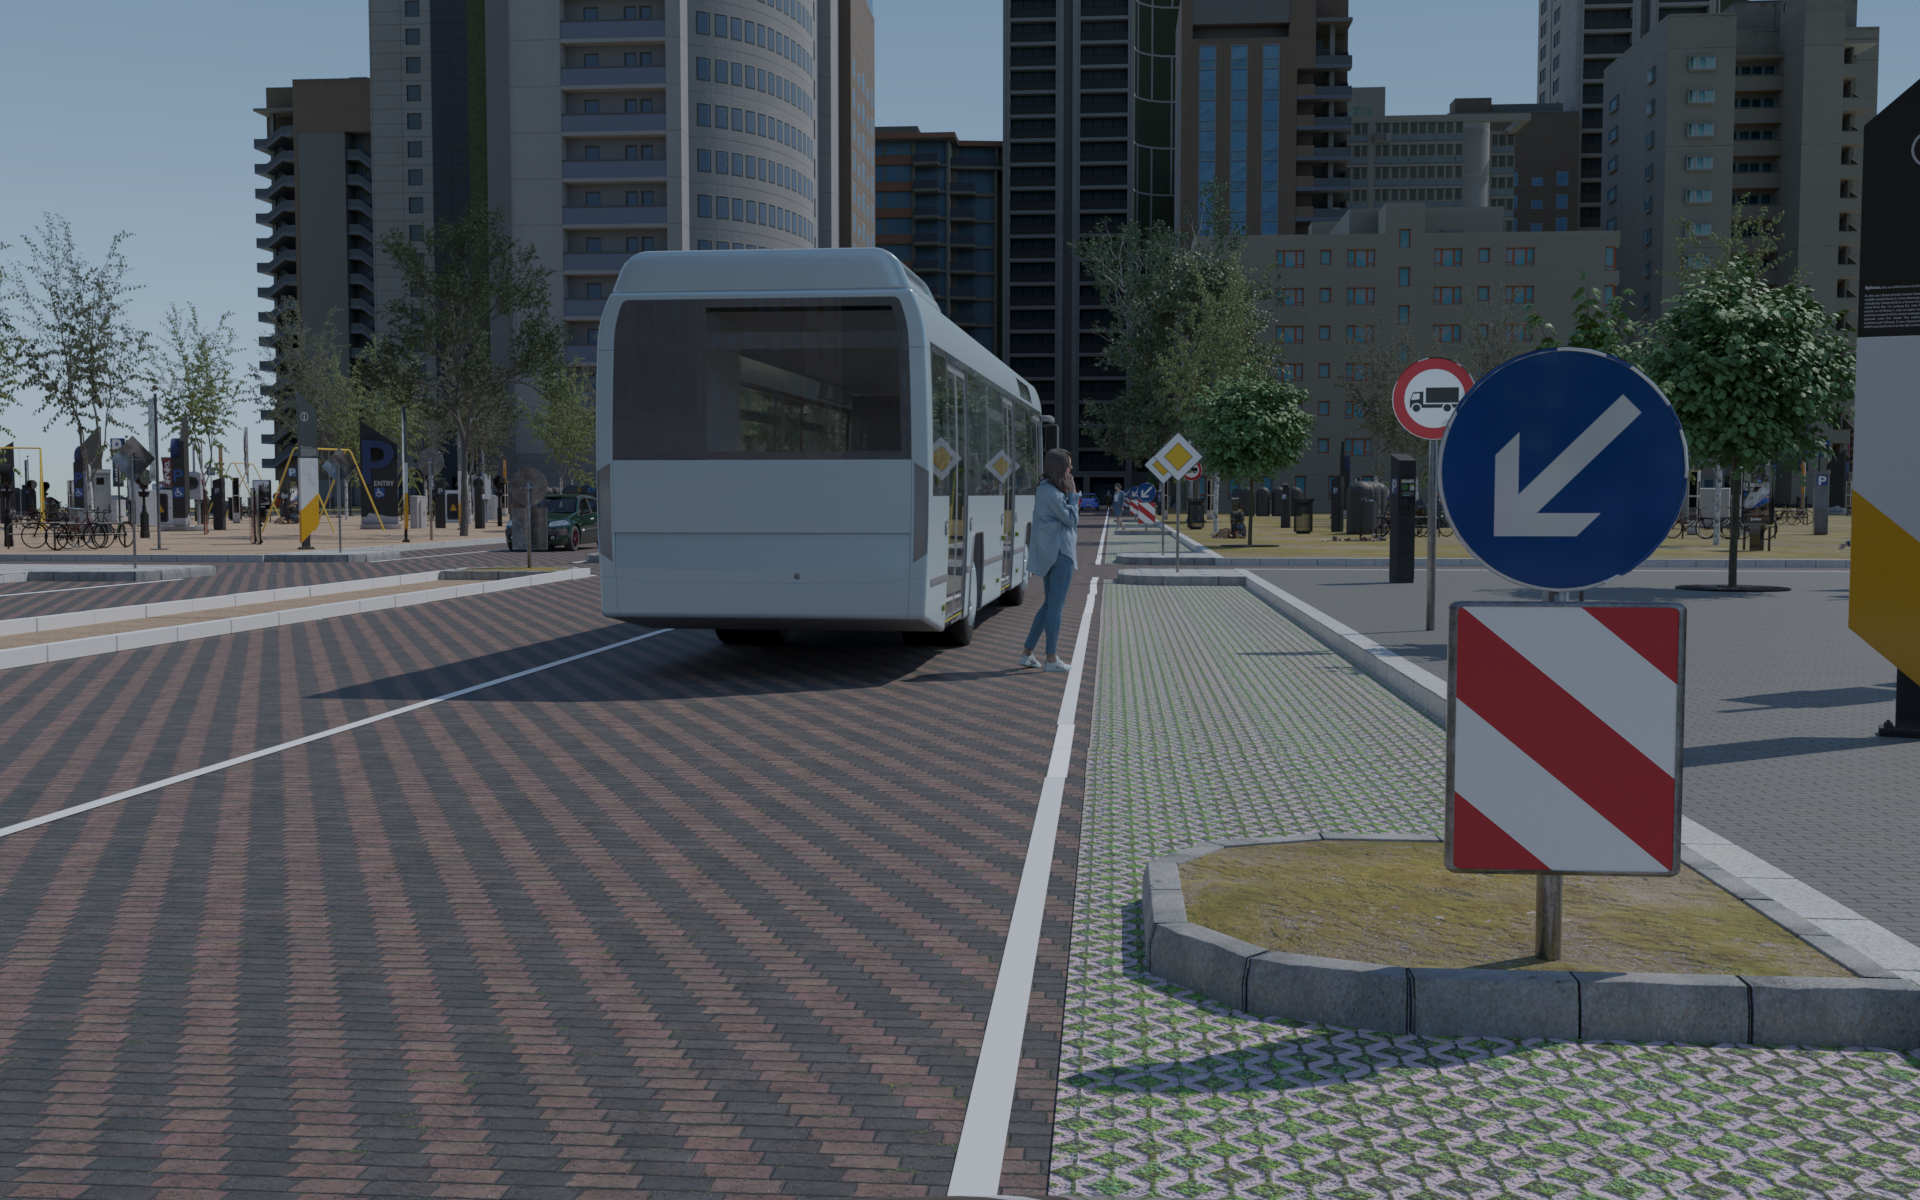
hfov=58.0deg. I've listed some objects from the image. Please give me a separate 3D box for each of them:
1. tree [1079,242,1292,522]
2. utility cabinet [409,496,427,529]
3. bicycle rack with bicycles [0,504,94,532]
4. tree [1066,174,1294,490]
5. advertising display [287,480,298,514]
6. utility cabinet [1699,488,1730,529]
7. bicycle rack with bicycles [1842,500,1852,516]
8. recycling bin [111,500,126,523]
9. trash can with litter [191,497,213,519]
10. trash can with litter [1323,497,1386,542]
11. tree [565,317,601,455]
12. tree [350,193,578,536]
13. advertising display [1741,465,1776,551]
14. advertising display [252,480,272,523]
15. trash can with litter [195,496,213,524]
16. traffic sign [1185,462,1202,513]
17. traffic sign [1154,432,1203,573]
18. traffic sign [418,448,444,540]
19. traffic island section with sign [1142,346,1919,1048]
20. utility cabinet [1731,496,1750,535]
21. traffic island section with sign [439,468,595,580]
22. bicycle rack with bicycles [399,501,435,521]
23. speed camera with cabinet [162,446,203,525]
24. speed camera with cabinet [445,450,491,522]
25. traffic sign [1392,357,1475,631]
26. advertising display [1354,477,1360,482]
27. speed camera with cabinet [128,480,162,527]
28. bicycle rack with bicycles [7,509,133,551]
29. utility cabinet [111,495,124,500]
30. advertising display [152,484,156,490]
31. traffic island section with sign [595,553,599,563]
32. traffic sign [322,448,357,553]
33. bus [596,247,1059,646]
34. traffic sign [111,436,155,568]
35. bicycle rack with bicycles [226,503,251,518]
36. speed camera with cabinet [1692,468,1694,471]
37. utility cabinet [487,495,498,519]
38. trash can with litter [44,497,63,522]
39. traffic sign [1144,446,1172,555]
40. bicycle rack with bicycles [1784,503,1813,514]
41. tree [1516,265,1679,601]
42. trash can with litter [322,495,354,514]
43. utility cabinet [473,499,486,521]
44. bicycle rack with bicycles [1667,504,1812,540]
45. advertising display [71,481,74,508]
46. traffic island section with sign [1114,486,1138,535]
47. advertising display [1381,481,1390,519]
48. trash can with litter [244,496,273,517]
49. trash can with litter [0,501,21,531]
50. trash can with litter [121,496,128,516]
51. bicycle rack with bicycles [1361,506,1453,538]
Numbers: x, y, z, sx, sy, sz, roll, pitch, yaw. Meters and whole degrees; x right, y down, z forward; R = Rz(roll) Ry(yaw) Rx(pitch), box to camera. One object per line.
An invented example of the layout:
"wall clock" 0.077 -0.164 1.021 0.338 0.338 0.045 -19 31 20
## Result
"tree" 10.714 -9.903 78.930 9.611 12.733 9.660 0 3 0
"utility cabinet" -20.191 -3.268 64.600 0.306 1.237 1.020 0 4 2
"bicycle rack with bicycles" -34.296 -3.148 64.852 2.925 0.926 2.852 -1 4 -21
"tree" 12.967 -15.134 103.328 12.611 20.169 13.585 0 3 0
"advertising display" -31.527 -4.687 81.853 0.123 1.923 0.974 0 4 0
"utility cabinet" 27.646 -3.356 63.556 1.173 1.500 0.318 3 5 42
"bicycle rack with bicycles" 52.085 -5.279 99.698 2.852 0.926 2.925 3 5 42
"recycling bin" -38.015 -3.992 77.830 0.722 1.027 0.722 0 4 6
"trash can with litter" -38.617 -4.716 88.166 1.678 1.210 2.233 0 4 -3
"trash can with litter" 10.782 -2.222 47.389 2.233 1.210 1.678 -1 4 -20
"tree" -13.770 -7.372 70.896 4.360 8.622 3.978 0 3 0
"tree" -14.939 -7.247 52.907 8.767 10.594 7.601 3 4 38
"advertising display" 18.070 -2.081 39.233 0.123 1.923 0.974 -1 4 -13
"advertising display" -31.278 -4.429 77.630 0.974 1.923 0.123 1 4 20
"trash can with litter" -31.729 -3.777 73.147 1.055 1.170 0.624 -2 4 -28
"traffic sign" 8.648 -3.949 64.679 0.768 2.556 0.104 1 4 12
"traffic sign" 3.550 -1.504 28.239 0.795 2.450 0.064 0 4 5
"traffic sign" -14.672 -2.929 47.999 0.768 2.556 0.104 1 4 9
"traffic island section with sign" 1.587 0.193 5.467 1.989 1.847 2.006 0 4 5
"utility cabinet" 24.561 -2.639 54.303 1.020 1.237 0.306 -3 4 -37
"traffic island section with sign" -7.550 -1.308 29.523 2.006 1.907 1.989 0 4 5
"bicycle rack with bicycles" -25.973 -4.289 83.505 2.925 0.926 2.852 -2 4 -24
"speed camera with cabinet" -32.262 -4.703 71.232 2.038 3.252 0.660 -1 4 -11
"speed camera with cabinet" -22.242 -5.129 78.187 2.038 3.252 0.660 1 4 13
"traffic sign" 4.423 -0.985 16.207 0.768 2.556 0.104 1 4 12
"advertising display" 15.021 -3.690 65.550 0.123 1.923 0.974 0 4 8
"speed camera with cabinet" -32.413 -4.546 68.665 0.660 3.252 2.038 -3 4 -39
"bicycle rack with bicycles" -20.807 -1.676 40.786 2.852 0.926 2.925 2 4 30
"utility cabinet" -51.093 -5.718 104.656 1.020 1.237 0.306 0 4 -1
"advertising display" -49.732 -6.270 107.725 0.974 1.923 0.123 0 4 4
"traffic island section with sign" -6.895 -1.759 36.902 2.006 1.907 1.989 0 4 5
"traffic sign" -13.529 -2.087 37.763 0.795 2.450 0.064 0 4 5
"bus" -0.722 -1.514 19.618 2.948 3.499 13.247 0 4 7
"traffic sign" -14.225 -1.600 29.808 0.795 2.450 0.064 0 4 5
"bicycle rack with bicycles" -39.044 -4.956 94.419 2.925 0.926 2.852 -3 5 -41
"speed camera with cabinet" 42.447 -6.542 101.305 0.660 3.252 2.038 0 4 8
"utility cabinet" -23.830 -4.697 87.951 0.306 1.237 1.020 -3 5 -42
"trash can with litter" -40.328 -4.030 77.283 0.624 1.170 1.055 1 4 19
"traffic sign" 4.246 -1.991 36.194 0.795 2.450 0.064 0 4 5
"bicycle rack with bicycles" 33.995 -3.586 72.015 2.925 0.926 2.852 1 4 22
"tree" 5.354 -1.236 14.812 1.663 3.219 1.824 0 3 0
"trash can with litter" -40.315 -6.162 111.801 2.233 1.210 1.678 0 4 -5
"utility cabinet" -22.614 -4.455 81.520 0.318 1.500 1.173 -2 4 -29
"bicycle rack with bicycles" 22.087 -2.215 49.593 2.852 0.926 2.925 -2 4 -32
"advertising display" -42.250 -4.756 82.975 0.974 1.923 0.123 2 4 33
"traffic island section with sign" 6.436 -3.198 60.918 1.989 1.847 2.006 0 4 5
"advertising display" 21.468 -5.061 87.956 0.974 1.923 0.123 -3 4 -38
"trash can with litter" -40.241 -5.411 99.531 2.233 1.210 1.678 -1 4 -22
"trash can with litter" -34.311 -3.086 61.516 1.678 1.210 2.233 -2 4 -31
"trash can with litter" -48.624 -5.553 101.851 2.233 1.210 1.678 -1 4 -22
"bicycle rack with bicycles" 13.370 -2.352 51.834 2.925 0.926 2.852 0 4 -4
